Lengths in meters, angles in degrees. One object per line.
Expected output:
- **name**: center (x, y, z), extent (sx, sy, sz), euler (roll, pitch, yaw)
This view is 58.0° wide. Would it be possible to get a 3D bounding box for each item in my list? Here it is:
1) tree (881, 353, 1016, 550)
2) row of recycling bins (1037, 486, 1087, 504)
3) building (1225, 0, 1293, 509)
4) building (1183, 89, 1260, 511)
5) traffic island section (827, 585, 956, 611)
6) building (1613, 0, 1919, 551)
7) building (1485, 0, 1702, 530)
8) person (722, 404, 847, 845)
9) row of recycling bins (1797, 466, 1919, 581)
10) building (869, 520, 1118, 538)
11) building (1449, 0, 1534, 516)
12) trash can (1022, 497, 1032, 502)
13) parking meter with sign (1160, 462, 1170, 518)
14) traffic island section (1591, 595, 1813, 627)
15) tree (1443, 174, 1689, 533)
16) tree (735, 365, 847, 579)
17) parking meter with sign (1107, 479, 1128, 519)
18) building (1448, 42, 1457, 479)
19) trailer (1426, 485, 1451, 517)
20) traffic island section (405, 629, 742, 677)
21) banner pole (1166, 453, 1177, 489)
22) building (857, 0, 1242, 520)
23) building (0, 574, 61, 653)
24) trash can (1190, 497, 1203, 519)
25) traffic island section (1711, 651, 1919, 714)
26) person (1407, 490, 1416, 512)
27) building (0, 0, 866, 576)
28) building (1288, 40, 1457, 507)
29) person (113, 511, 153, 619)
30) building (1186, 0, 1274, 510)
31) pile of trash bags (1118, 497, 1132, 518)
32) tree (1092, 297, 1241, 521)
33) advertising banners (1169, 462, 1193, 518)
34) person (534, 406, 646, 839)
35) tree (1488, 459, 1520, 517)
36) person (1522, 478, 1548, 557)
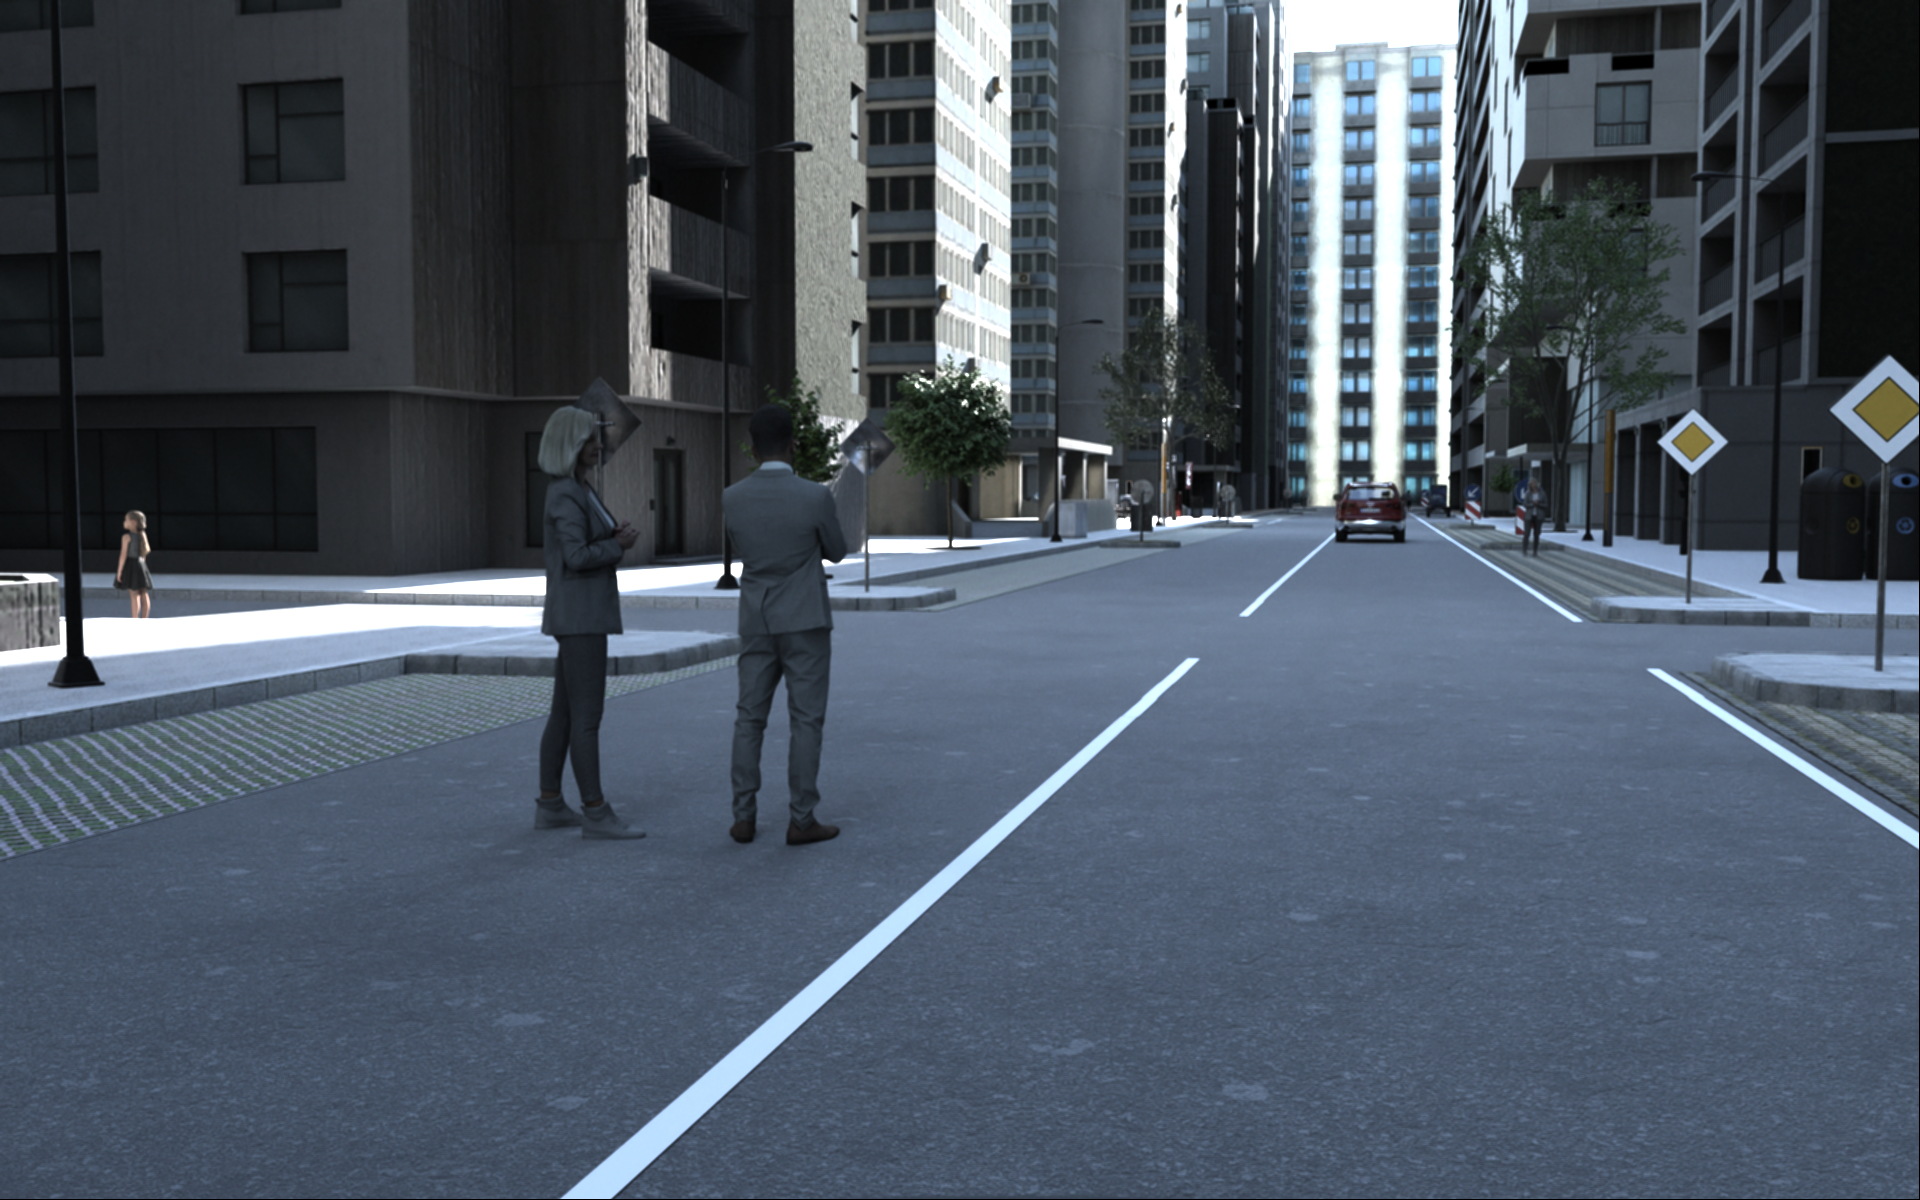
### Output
- **tree**: center (-0.221, -3.477, 40.564), extent (4.285, 4.588, 4.351), euler (0, 3, 0)
- **row of recycling bins**: center (5.465, -4.769, 85.085), extent (3.534, 1.692, 1.069), euler (1, 4, 21)
- **building**: center (19.964, -44.201, 160.943), extent (20.611, 71.187, 20.563), euler (1, 4, 14)
- **building**: center (14.420, -21.787, 127.915), extent (14.160, 30.474, 14.107), euler (1, 4, 14)
- **traffic island section**: center (-1.241, -0.026, 22.703), extent (2.009, 0.180, 2.903), euler (1, 4, 14)
- **building**: center (27.755, -36.759, 39.265), extent (20.563, 71.187, 20.611), euler (1, 4, 14)
- **building**: center (36.800, -29.510, 71.734), extent (28.713, 52.752, 27.495), euler (1, 4, 14)
- **person**: center (-0.726, 0.089, 7.229), extent (0.511, 1.800, 0.466), euler (0, 4, 3)
- **row of recycling bins**: center (14.401, -1.140, 25.756), extent (3.534, 1.692, 1.069), euler (1, 4, 13)
- **building**: center (-11.424, -22.532, 60.274), extent (32.217, 40.220, 23.993), euler (1, 4, 14)
- **building**: center (47.174, -30.662, 125.018), extent (21.300, 48.544, 21.600), euler (1, 4, 14)
- **trash can**: center (3.026, -4.274, 81.526), extent (0.748, 1.137, 0.748), euler (0, 3, 0)
- **parking meter with sign**: center (11.002, -5.934, 93.276), extent (0.543, 3.016, 1.738), euler (1, 4, 19)
- **traffic island section**: center (8.566, 0.119, 20.328), extent (2.009, 0.180, 2.903), euler (1, 4, 14)
- **tree**: center (20.094, -8.074, 57.768), extent (9.928, 11.665, 9.643), euler (0, 3, 0)
- **tree**: center (-2.571, -1.932, 26.184), extent (1.663, 3.219, 1.824), euler (0, 3, 0)
- **parking meter with sign**: center (7.893, -5.751, 90.288), extent (1.738, 3.016, 0.543), euler (1, 4, 19)
- **building**: center (54.113, -30.270, 149.540), extent (22.147, 44.769, 28.867), euler (1, 4, 14)
- **trailer**: center (29.863, -6.180, 108.088), extent (1.471, 1.999, 3.904), euler (1, 4, 15)
- **traffic island section**: center (-3.123, 0.449, 14.942), extent (2.009, 0.180, 2.903), euler (1, 4, 14)
- **banner pole**: center (11.112, -6.226, 91.812), extent (0.863, 3.779, 0.401), euler (1, 4, 16)
- **building**: center (1.501, -25.645, 111.175), extent (32.217, 40.220, 23.993), euler (1, 4, 14)
- **building**: center (-21.296, -28.459, 7.304), extent (28.212, 58.520, 21.231), euler (1, 4, 14)
- **trash can**: center (12.333, -4.809, 90.281), extent (0.748, 1.137, 0.748), euler (0, 3, 0)
- **traffic island section**: center (6.684, 0.594, 12.568), extent (2.009, 0.180, 2.903), euler (1, 4, 14)
- **person**: center (35.693, -7.843, 137.517), extent (0.721, 1.735, 1.217), euler (-2, 4, -31)
- **building**: center (-10.507, -15.955, 32.571), extent (14.160, 30.474, 14.107), euler (1, 4, 14)
- **building**: center (42.823, -34.661, 186.311), extent (30.456, 49.044, 23.786), euler (1, 4, 14)
- **person**: center (-8.781, -0.317, 18.359), extent (0.373, 1.253, 0.362), euler (1, 4, 17)
- **building**: center (17.847, -27.990, 141.235), extent (14.154, 41.232, 14.086), euler (1, 4, 14)
- **pile of trash bags**: center (8.300, -5.131, 93.645), extent (1.912, 1.369, 3.447), euler (1, 4, 22)
- **tree**: center (9.891, -9.048, 82.349), extent (7.601, 10.594, 8.767), euler (1, 4, 19)
- **advertising banners**: center (11.924, -6.019, 94.595), extent (0.090, 3.025, 2.074), euler (-3, 5, -43)
- **person**: center (-1.564, 0.079, 7.394), extent (0.526, 1.800, 0.537), euler (0, 4, 3)
- **tree**: center (29.967, -6.165, 95.405), extent (1.663, 3.219, 1.824), euler (0, 3, 0)
- **person**: center (12.961, -1.856, 39.022), extent (0.537, 1.800, 0.526), euler (1, 4, 21)
